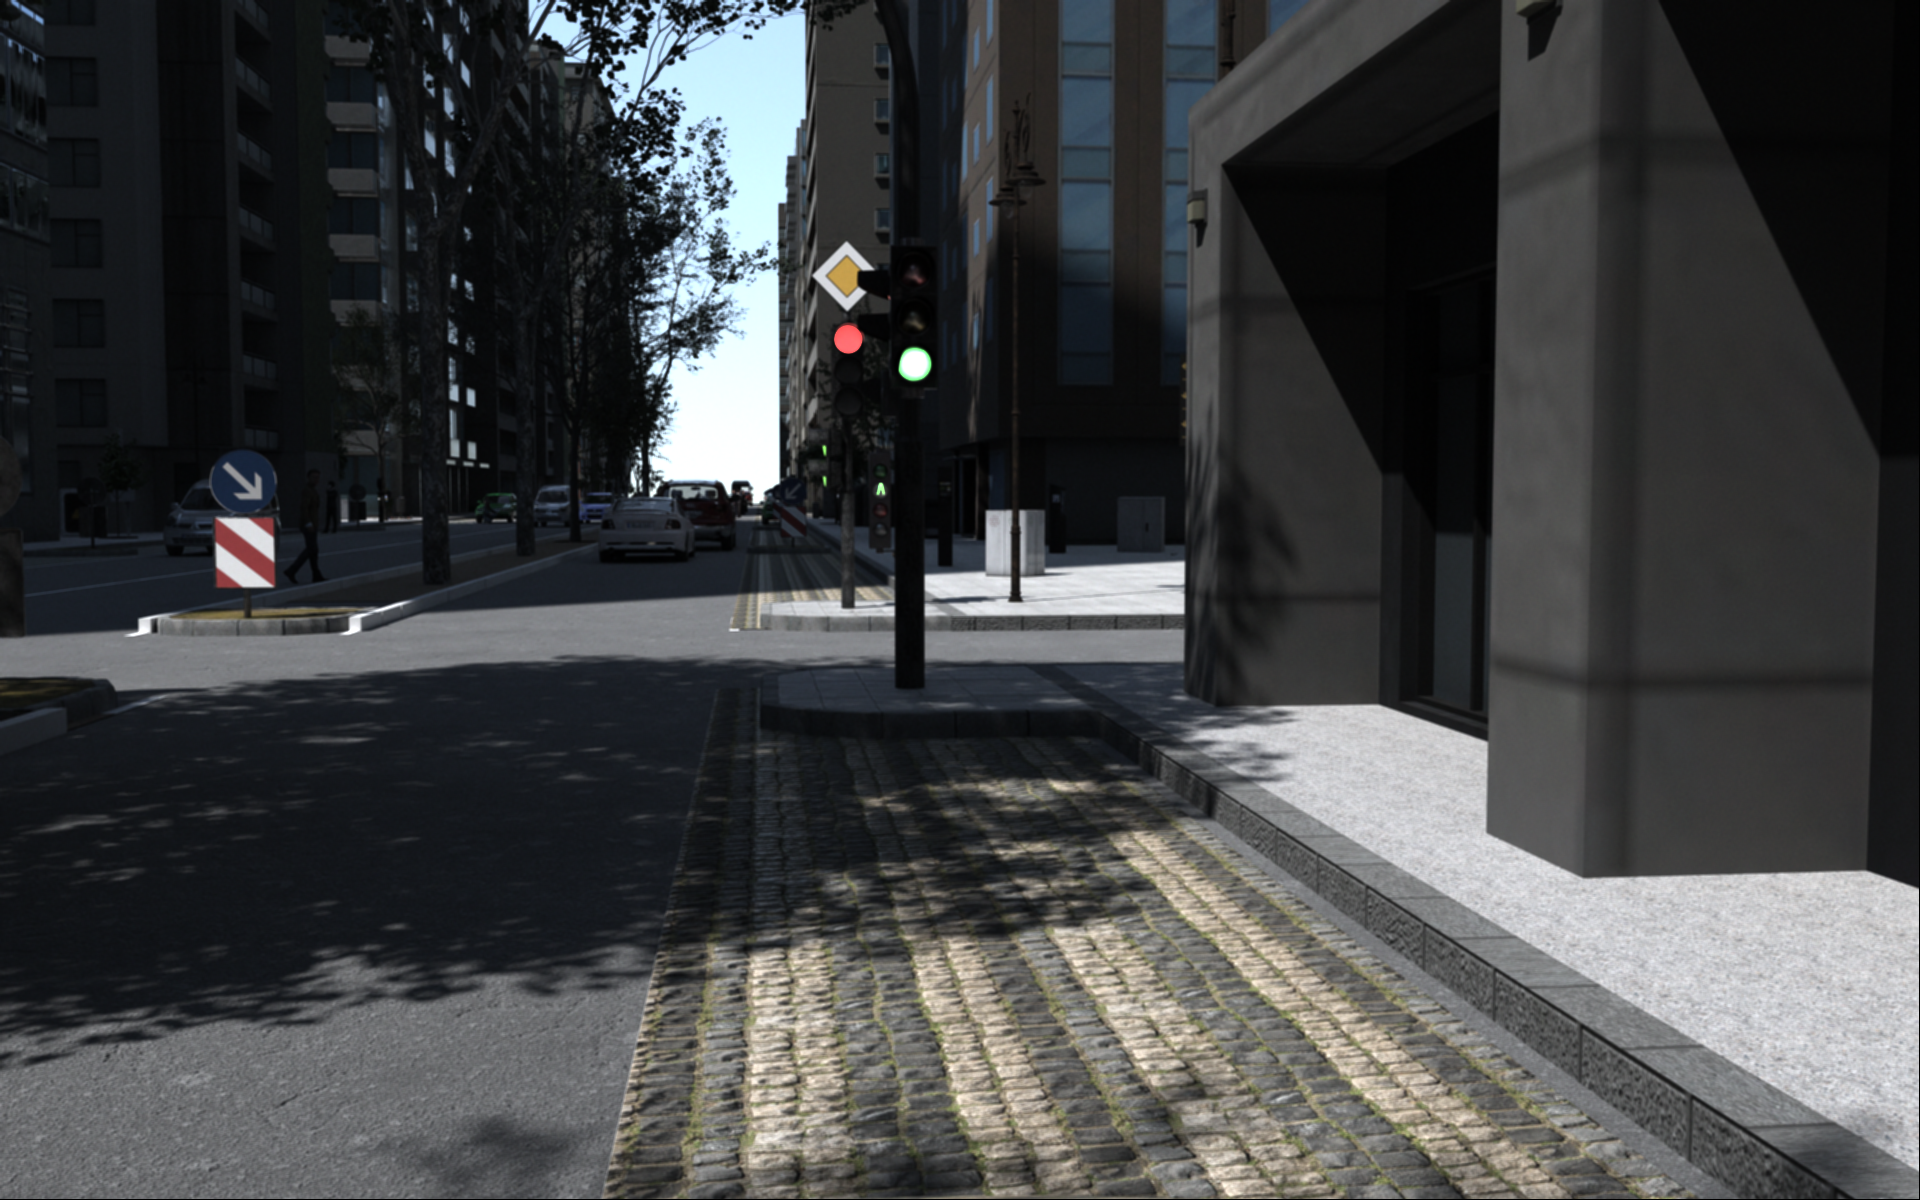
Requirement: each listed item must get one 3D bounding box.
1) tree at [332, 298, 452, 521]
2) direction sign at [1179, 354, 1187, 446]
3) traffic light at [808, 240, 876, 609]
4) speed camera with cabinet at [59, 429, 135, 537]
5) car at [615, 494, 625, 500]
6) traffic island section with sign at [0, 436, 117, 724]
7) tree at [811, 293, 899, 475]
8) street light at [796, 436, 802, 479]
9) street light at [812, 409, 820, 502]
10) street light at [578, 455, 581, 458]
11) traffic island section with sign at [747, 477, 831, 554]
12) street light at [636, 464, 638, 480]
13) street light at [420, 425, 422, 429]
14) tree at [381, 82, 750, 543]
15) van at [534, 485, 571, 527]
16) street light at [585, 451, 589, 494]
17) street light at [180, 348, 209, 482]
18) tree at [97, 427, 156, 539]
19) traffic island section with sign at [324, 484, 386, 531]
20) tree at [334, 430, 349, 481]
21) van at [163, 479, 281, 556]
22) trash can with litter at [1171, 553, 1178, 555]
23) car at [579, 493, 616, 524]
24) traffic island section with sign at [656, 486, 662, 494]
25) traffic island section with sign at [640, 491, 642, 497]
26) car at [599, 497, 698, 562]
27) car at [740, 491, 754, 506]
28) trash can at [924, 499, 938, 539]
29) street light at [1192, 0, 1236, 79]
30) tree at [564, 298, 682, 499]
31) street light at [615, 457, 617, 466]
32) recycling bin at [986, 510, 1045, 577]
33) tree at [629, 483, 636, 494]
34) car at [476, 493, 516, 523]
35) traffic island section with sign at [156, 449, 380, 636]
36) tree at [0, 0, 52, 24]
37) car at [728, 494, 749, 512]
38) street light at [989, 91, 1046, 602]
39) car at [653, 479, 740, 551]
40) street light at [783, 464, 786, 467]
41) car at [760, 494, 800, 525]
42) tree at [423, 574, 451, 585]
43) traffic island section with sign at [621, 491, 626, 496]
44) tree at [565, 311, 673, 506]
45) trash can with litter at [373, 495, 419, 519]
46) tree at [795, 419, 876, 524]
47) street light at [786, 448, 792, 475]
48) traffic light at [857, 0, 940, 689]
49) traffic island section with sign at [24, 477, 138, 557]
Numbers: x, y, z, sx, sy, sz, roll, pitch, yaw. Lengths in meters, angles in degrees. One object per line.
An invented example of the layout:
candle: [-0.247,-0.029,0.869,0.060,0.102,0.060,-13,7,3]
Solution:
tree: [-28.020,-9.090,83.037,7.601,10.594,8.767,-1,4,-13]
direction sign: [3.988,-2.204,28.029,0.876,3.537,0.379,1,4,15]
traffic light: [-1.275,-1.860,19.335,0.839,4.253,0.868,0,4,-7]
speed camera with cabinet: [-26.171,-3.558,52.506,2.038,3.252,0.660,-2,4,-27]
car: [-30.987,-8.926,156.159,2.015,1.641,3.980,0,4,-5]
traffic island section with sign: [-6.572,-0.178,11.044,2.006,1.907,1.989,0,4,-7]
tree: [-3.014,-6.760,60.889,4.737,8.622,4.395,0,3,0]
street light: [-12.418,-9.839,133.660,0.468,5.910,1.993,0,4,-7]
street light: [-8.171,-7.622,97.402,0.468,5.910,1.993,0,4,-7]
street light: [-36.820,-11.863,166.741,0.468,5.910,1.993,0,4,-7]
traffic island section with sign: [-4.176,-2.047,42.094,1.989,1.847,2.006,0,4,-7]
street light: [-46.354,-16.884,248.835,0.468,5.910,1.993,0,4,-7]
street light: [-28.221,-7.255,91.412,0.468,5.910,1.993,0,4,-7]
tree: [-11.438,-8.452,51.010,12.009,13.543,11.850,0,3,0]
van: [-17.767,-4.220,76.006,2.013,2.044,4.112,0,4,-5]
street light: [-37.939,-12.436,176.111,0.468,5.910,1.993,0,4,-7]
street light: [-24.235,-5.028,54.997,0.468,5.910,1.993,0,4,-7]
tree: [-24.305,-3.378,49.830,1.663,3.219,1.824,0,3,0]
traffic island section with sign: [-23.391,-3.577,67.105,1.989,1.847,2.006,0,4,-7]
tree: [-27.349,-5.472,73.178,4.285,4.588,4.351,0,3,0]
van: [-17.685,-2.115,41.584,2.013,2.044,4.112,0,4,-5]
trash can with litter: [5.462,-1.515,35.835,2.233,1.210,1.678,3,4,36]
car: [-17.583,-4.574,84.382,1.945,1.707,3.694,0,4,-5]
traffic island section with sign: [-16.019,-5.193,93.049,2.006,1.907,1.989,0,4,-7]
traffic island section with sign: [-41.600,-13.250,225.265,1.989,1.847,2.006,0,4,-7]
car: [-6.820,-1.565,37.952,2.083,1.381,4.827,0,4,-6]
car: [-25.420,-11.929,203.711,2.281,1.827,5.304,0,4,-6]
trash can: [-0.809,-2.334,49.808,0.748,1.137,0.748,0,3,0]
street light: [1.734,-2.354,11.277,0.468,5.910,1.993,0,4,-7]
tree: [-12.106,-6.647,61.501,4.360,8.622,3.978,0,3,0]
street light: [-42.185,-14.653,212.370,0.468,5.910,1.993,0,4,-7]
recycling bin: [0.868,-0.894,27.178,0.722,1.027,0.722,2,4,28]
tree: [-47.836,-15.674,250.876,1.663,3.219,1.824,0,3,0]
car: [-23.169,-4.788,87.087,1.959,1.807,4.718,0,4,-6]
traffic island section with sign: [-7.410,-0.628,18.404,2.006,1.907,1.989,0,4,-7]
tree: [-6.078,-5.878,5.210,9.857,13.997,8.962,0,3,0]
car: [-17.889,-7.733,138.230,2.131,1.459,4.920,0,4,-8]
street light: [0.662,-2.915,20.441,0.468,5.910,1.993,0,4,-7]
car: [-6.915,-2.238,45.263,2.281,1.827,5.304,0,4,-6]
street light: [-21.817,-14.868,215.872,0.468,5.910,1.993,0,4,-7]
car: [-8.478,-4.476,81.979,1.959,1.807,4.718,-1,4,-8]
tree: [-6.964,-10.258,26.062,12.611,20.169,13.585,0,3,0]
traffic island section with sign: [-38.448,-11.574,197.866,1.989,1.847,2.006,0,4,-7]
tree: [-13.881,-7.278,71.819,4.737,8.622,4.395,0,3,0]
trash can with litter: [-28.879,-4.741,88.571,2.233,1.210,1.678,1,4,14]
tree: [-5.342,-5.516,73.904,4.285,4.588,4.351,0,3,0]
street light: [-17.556,-12.650,179.615,0.468,5.910,1.993,0,4,-7]
traffic light: [-2.430,-2.224,11.023,4.771,5.953,1.251,0,4,-7]
traffic island section with sign: [-20.278,-1.927,40.136,1.989,1.847,2.006,0,4,-7]
